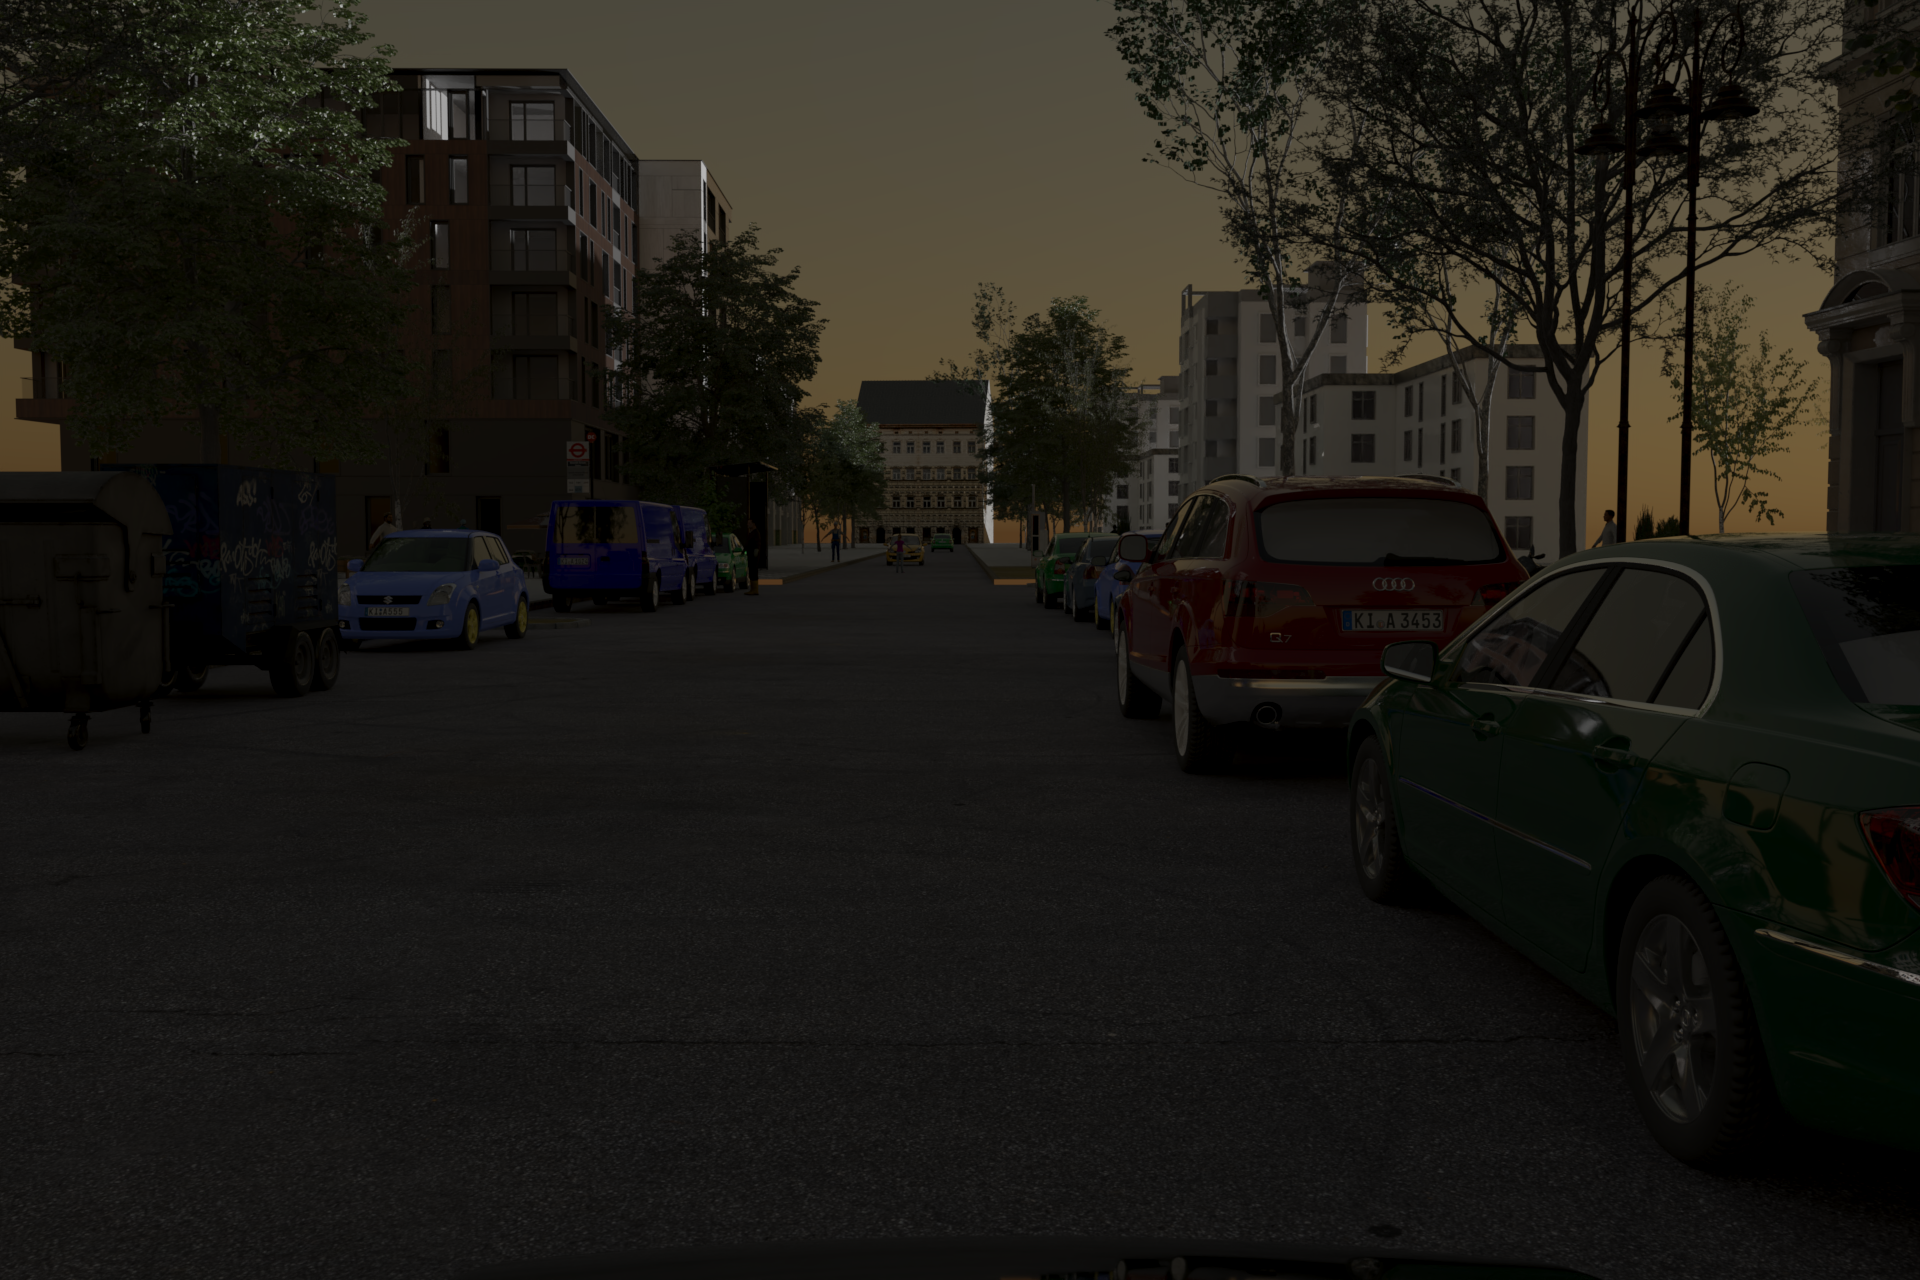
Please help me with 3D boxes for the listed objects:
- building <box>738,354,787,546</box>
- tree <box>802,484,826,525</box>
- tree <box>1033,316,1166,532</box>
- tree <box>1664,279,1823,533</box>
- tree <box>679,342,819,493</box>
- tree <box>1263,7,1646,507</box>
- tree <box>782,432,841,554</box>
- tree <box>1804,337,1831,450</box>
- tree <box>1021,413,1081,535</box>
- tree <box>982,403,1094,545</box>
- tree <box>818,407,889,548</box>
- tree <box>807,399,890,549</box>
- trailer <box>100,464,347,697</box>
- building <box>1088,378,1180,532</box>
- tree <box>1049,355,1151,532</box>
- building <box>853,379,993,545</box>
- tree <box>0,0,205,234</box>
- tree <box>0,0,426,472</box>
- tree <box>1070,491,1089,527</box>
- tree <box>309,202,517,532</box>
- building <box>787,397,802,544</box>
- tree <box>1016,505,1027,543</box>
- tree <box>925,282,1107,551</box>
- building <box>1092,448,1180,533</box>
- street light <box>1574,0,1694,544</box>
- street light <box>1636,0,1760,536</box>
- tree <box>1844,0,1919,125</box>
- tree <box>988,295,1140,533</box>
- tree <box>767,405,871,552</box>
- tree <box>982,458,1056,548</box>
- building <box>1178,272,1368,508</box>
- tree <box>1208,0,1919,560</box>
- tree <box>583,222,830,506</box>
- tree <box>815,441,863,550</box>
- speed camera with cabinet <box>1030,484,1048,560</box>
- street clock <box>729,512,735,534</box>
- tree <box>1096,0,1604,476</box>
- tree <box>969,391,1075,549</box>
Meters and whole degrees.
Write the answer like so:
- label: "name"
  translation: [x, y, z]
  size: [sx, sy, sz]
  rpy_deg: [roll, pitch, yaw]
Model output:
- label: "building"
  translation: [-28.070, -19.336, 182.604]
  size: [16.747, 18.905, 31.486]
  rpy_deg: [0, 4, -1]
- label: "tree"
  translation: [-21.562, -18.730, 240.644]
  size: [7.601, 10.594, 8.767]
  rpy_deg: [0, 4, 7]
- label: "tree"
  translation: [4.122, -6.657, 59.204]
  size: [4.360, 8.622, 3.978]
  rpy_deg: [0, 3, 0]
- label: "tree"
  translation: [22.150, -6.088, 49.897]
  size: [4.737, 8.622, 4.395]
  rpy_deg: [0, 3, 0]
- label: "tree"
  translation: [-10.149, -9.039, 82.196]
  size: [7.601, 10.594, 8.767]
  rpy_deg: [0, 4, 3]
- label: "tree"
  translation: [17.907, -12.659, 62.866]
  size: [12.611, 20.169, 13.585]
  rpy_deg: [0, 3, 0]
- label: "tree"
  translation: [-10.107, -9.936, 112.818]
  size: [4.737, 8.622, 4.395]
  rpy_deg: [0, 3, 0]
- label: "tree"
  translation: [27.851, -6.151, 50.939]
  size: [4.360, 8.622, 3.978]
  rpy_deg: [0, 3, 0]
- label: "tree"
  translation: [5.261, -8.815, 94.492]
  size: [4.360, 8.622, 3.978]
  rpy_deg: [0, 3, 0]
- label: "tree"
  translation: [5.832, -11.001, 114.273]
  size: [8.767, 10.594, 7.601]
  rpy_deg: [0, 4, -7]
- label: "tree"
  translation: [-9.920, -14.438, 154.195]
  size: [7.486, 12.596, 7.792]
  rpy_deg: [0, 3, 0]
- label: "tree"
  translation: [-9.659, -13.881, 145.073]
  size: [7.486, 12.596, 7.792]
  rpy_deg: [0, 3, 0]
- label: "trailer"
  translation: [-6.481, -0.474, 14.794]
  size: [1.471, 1.999, 3.904]
  rpy_deg: [0, 4, 0]
- label: "building"
  translation: [21.323, -22.162, 218.760]
  size: [16.016, 20.090, 11.380]
  rpy_deg: [0, 4, -1]
- label: "tree"
  translation: [5.415, -7.443, 72.054]
  size: [4.360, 8.622, 3.978]
  rpy_deg: [0, 3, 0]
- label: "building"
  translation: [-4.902, -25.209, 245.554]
  size: [18.063, 23.208, 19.493]
  rpy_deg: [0, 4, 5]
- label: "tree"
  translation: [-12.462, -6.453, 15.872]
  size: [12.009, 13.543, 11.850]
  rpy_deg: [0, 3, 0]
- label: "tree"
  translation: [-12.972, -6.765, 28.730]
  size: [7.486, 12.596, 7.792]
  rpy_deg: [0, 3, 0]
- label: "tree"
  translation: [18.776, -20.721, 245.440]
  size: [9.857, 13.997, 8.962]
  rpy_deg: [0, 3, 0]
- label: "tree"
  translation: [-12.854, -5.422, 39.008]
  size: [4.360, 8.622, 3.978]
  rpy_deg: [0, 3, 0]
- label: "building"
  translation: [-29.634, -21.554, 218.870]
  size: [16.747, 18.905, 31.486]
  rpy_deg: [0, 4, -1]
- label: "tree"
  translation: [8.889, -17.808, 241.528]
  size: [4.737, 8.622, 4.395]
  rpy_deg: [0, 3, 0]
- label: "tree"
  translation: [4.038, -16.854, 131.456]
  size: [12.611, 20.169, 13.585]
  rpy_deg: [0, 3, 0]
- label: "building"
  translation: [19.607, -14.783, 183.847]
  size: [9.099, 9.664, 28.070]
  rpy_deg: [0, 4, 0]
- label: "street light"
  translation: [5.889, -2.601, 15.320]
  size: [0.468, 5.910, 1.993]
  rpy_deg: [0, 3, 0]
- label: "street light"
  translation: [6.472, -2.605, 15.378]
  size: [0.468, 5.910, 1.993]
  rpy_deg: [0, 4, 0]
- label: "tree"
  translation: [9.051, -6.255, 8.928]
  size: [9.857, 13.997, 8.962]
  rpy_deg: [0, 3, 0]
- label: "tree"
  translation: [4.935, -10.059, 82.595]
  size: [7.486, 12.596, 7.792]
  rpy_deg: [0, 3, 0]
- label: "tree"
  translation: [-10.349, -11.666, 125.159]
  size: [8.767, 10.594, 7.601]
  rpy_deg: [-2, 4, -35]
- label: "tree"
  translation: [5.733, -13.554, 156.014]
  size: [8.767, 10.594, 7.601]
  rpy_deg: [3, 5, 44]
- label: "building"
  translation: [21.858, -16.854, 131.979]
  size: [16.016, 20.090, 11.380]
  rpy_deg: [0, 4, -1]
- label: "tree"
  translation: [9.165, -7.062, 25.831]
  size: [12.009, 13.543, 11.850]
  rpy_deg: [0, 3, 0]
- label: "tree"
  translation: [-10.017, -10.017, 70.427]
  size: [9.857, 13.997, 8.962]
  rpy_deg: [0, 3, 0]
- label: "tree"
  translation: [-9.545, -11.411, 136.924]
  size: [4.737, 8.622, 4.395]
  rpy_deg: [0, 3, 0]
- label: "speed camera with cabinet"
  translation: [3.126, -4.529, 68.390]
  size: [0.660, 3.252, 2.038]
  rpy_deg: [0, 4, -1]
- label: "street clock"
  translation: [-7.310, -3.086, 55.022]
  size: [0.358, 2.002, 0.471]
  rpy_deg: [0, 4, 1]
- label: "tree"
  translation: [9.908, -11.638, 46.164]
  size: [12.611, 20.169, 13.585]
  rpy_deg: [0, 3, 0]
- label: "tree"
  translation: [5.725, -14.584, 145.096]
  size: [9.857, 13.997, 8.962]
  rpy_deg: [0, 3, 0]
